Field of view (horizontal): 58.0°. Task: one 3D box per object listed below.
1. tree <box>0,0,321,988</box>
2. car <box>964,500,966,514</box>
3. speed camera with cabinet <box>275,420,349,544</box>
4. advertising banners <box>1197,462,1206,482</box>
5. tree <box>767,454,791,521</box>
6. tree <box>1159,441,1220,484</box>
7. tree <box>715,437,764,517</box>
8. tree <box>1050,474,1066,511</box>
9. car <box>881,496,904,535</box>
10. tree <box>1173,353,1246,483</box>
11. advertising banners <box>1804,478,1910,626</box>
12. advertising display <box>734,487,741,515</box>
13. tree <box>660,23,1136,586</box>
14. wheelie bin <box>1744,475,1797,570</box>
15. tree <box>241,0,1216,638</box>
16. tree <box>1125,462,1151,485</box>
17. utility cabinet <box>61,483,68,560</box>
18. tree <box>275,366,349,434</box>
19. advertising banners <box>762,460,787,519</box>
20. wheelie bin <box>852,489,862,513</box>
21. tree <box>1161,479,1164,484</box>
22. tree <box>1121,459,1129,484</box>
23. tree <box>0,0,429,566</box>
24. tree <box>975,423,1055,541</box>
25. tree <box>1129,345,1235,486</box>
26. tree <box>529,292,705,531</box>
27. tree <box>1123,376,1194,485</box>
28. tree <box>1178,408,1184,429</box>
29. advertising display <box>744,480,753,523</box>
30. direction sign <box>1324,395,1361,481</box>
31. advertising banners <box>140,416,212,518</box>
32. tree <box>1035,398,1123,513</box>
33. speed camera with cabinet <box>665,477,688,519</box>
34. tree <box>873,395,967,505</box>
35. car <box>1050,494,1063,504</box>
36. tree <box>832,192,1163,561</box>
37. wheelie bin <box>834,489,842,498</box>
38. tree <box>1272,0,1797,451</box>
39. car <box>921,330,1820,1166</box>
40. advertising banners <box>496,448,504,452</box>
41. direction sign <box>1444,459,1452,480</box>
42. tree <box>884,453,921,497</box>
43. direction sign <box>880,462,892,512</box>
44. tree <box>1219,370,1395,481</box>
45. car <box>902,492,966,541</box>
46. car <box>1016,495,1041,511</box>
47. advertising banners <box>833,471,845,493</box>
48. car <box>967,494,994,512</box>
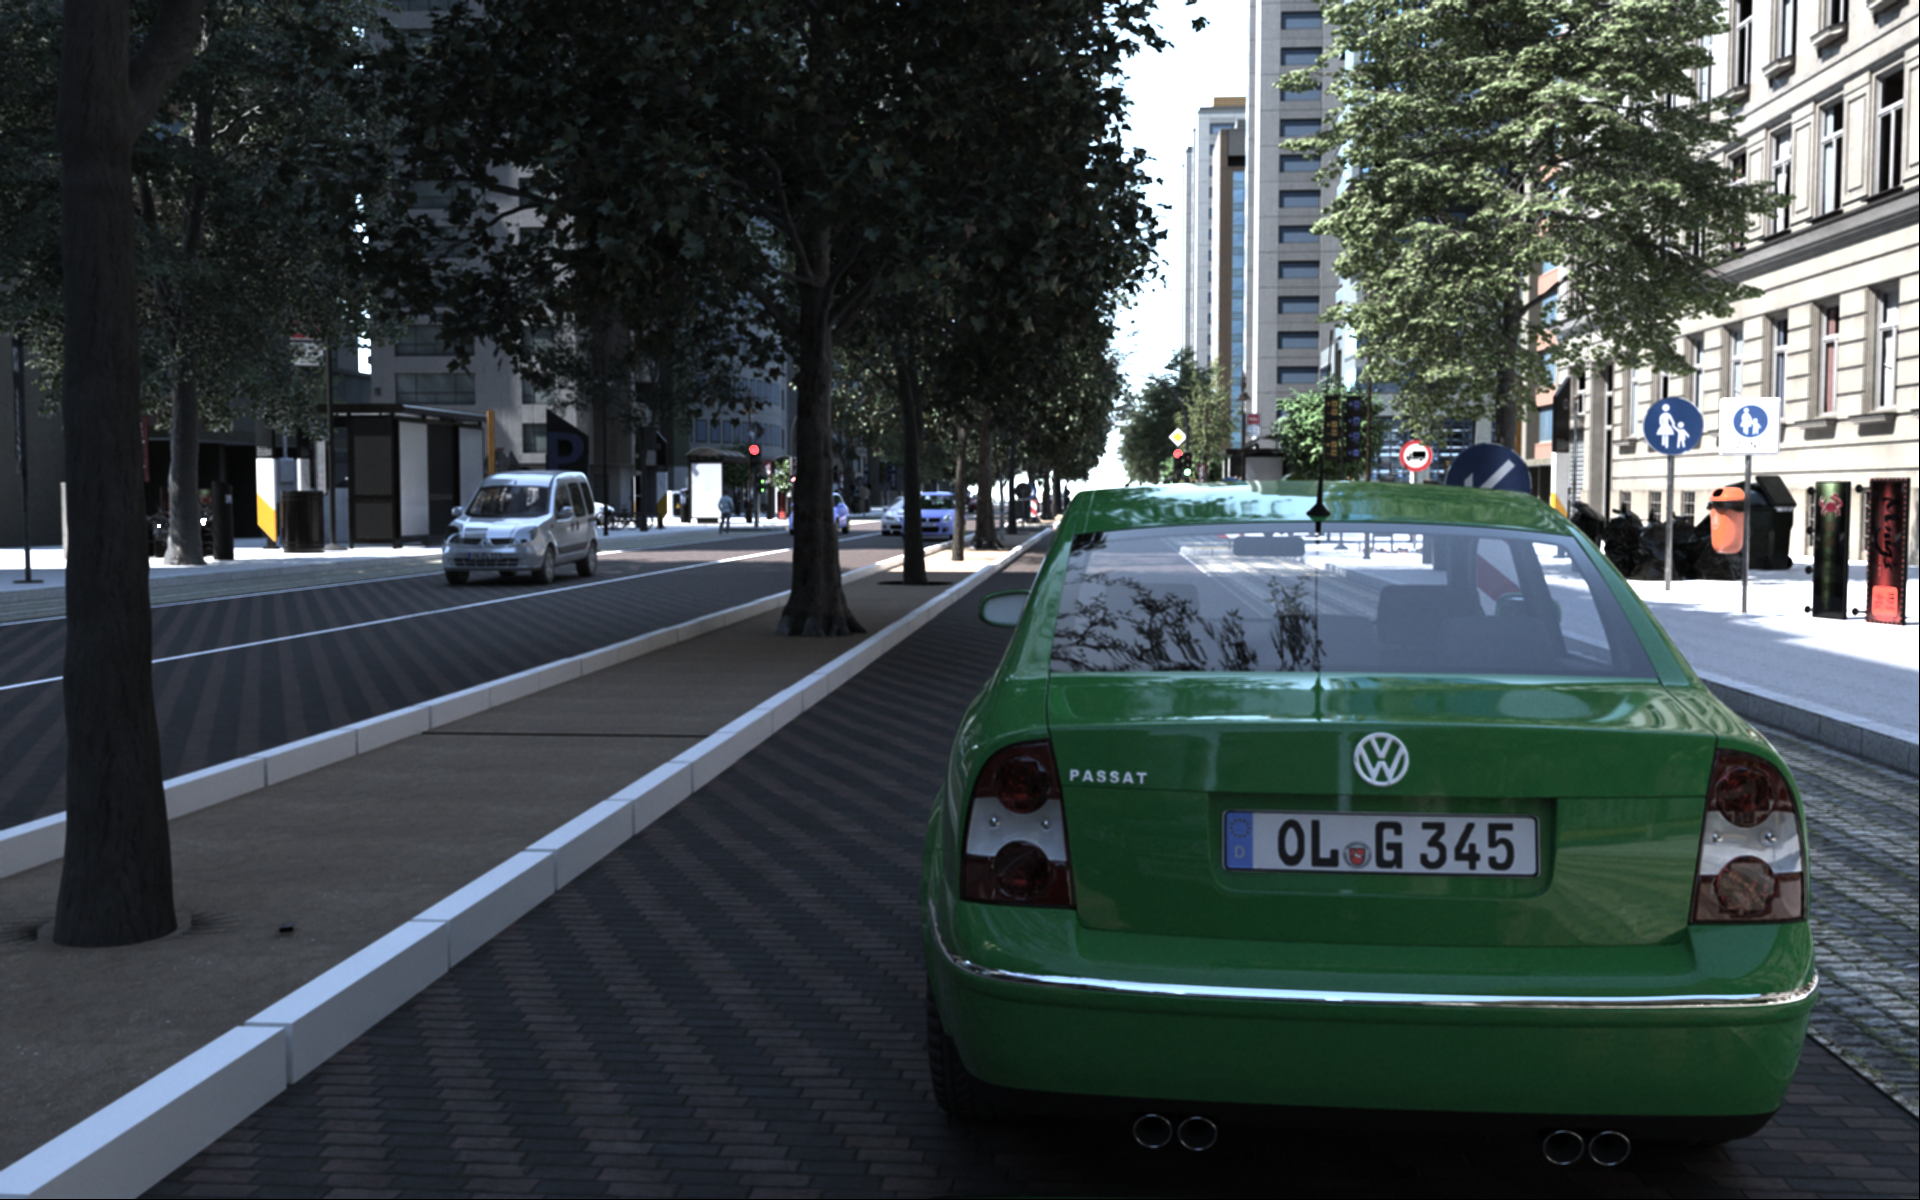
[{"bbox_3d":[-2.756,-5.659,5.357,12.009,13.543,11.850,0,3,0],"label":"tree"},{"bbox_3d":[-0.639,-6.253,114.033,2.131,1.459,4.920,0,4,3],"label":"car"},{"bbox_3d":[-16.864,-3.094,44.920,2.038,3.252,0.660,-3,5,-42],"label":"speed camera with cabinet"},{"bbox_3d":[14.119,-6.097,95.877,2.074,3.025,0.090,0,4,6],"label":"advertising banners"},{"bbox_3d":[-8.377,-5.468,84.008,1.663,3.219,1.824,0,3,0],"label":"tree"},{"bbox_3d":[14.525,-7.757,110.541,4.285,4.588,4.351,0,3,0],"label":"tree"},{"bbox_3d":[-12.724,-7.074,99.380,4.285,4.588,4.351,0,3,0],"label":"tree"},{"bbox_3d":[8.755,-11.811,145.932,4.737,8.622,4.395,0,3,0],"label":"tree"},{"bbox_3d":[-1.659,-3.021,61.757,2.083,1.381,4.827,0,4,5],"label":"car"},{"bbox_3d":[12.997,-8.619,91.279,4.737,8.622,4.395,0,3,0],"label":"tree"},{"bbox_3d":[9.105,-1.272,16.991,0.090,3.025,2.074,-1,4,-14],"label":"advertising banners"},{"bbox_3d":[-13.554,-6.131,105.454,0.123,1.923,0.974,1,4,12],"label":"advertising display"},{"bbox_3d":[-0.813,-6.047,27.079,9.928,11.665,9.643,0,3,0],"label":"tree"},{"bbox_3d":[13.719,-1.320,29.488,0.980,1.594,0.693,-2,4,-30],"label":"wheelie bin"},{"bbox_3d":[-1.475,-5.979,17.216,9.611,12.733,9.660,0,3,0],"label":"tree"},{"bbox_3d":[22.751,-16.093,213.480,4.737,8.622,4.395,0,3,0],"label":"tree"},{"bbox_3d":[-17.174,-1.545,33.942,0.318,1.500,1.173,0,4,-4],"label":"utility cabinet"},{"bbox_3d":[-34.010,-8.551,90.166,4.737,8.622,4.395,0,3,0],"label":"tree"},{"bbox_3d":[-9.090,-5.658,88.693,2.074,3.025,0.090,0,4,-3],"label":"advertising banners"},{"bbox_3d":[-6.898,-6.625,116.227,0.693,1.594,0.980,-1,4,-14],"label":"wheelie bin"},{"bbox_3d":[19.959,-10.674,169.119,1.663,3.219,1.824,0,3,0],"label":"tree"},{"bbox_3d":[27.884,-21.055,262.378,7.486,12.596,7.792,0,3,0],"label":"tree"},{"bbox_3d":[-14.003,-7.599,30.891,9.857,13.997,8.962,0,3,0],"label":"tree"},{"bbox_3d":[1.272,-6.065,51.975,4.360,8.622,3.978,0,3,0],"label":"tree"},{"bbox_3d":[17.147,-13.131,132.816,7.486,12.596,7.792,0,3,0],"label":"tree"},{"bbox_3d":[-11.034,-7.628,59.135,8.767,10.594,7.601,1,4,16],"label":"tree"},{"bbox_3d":[20.934,-16.946,183.727,9.857,13.997,8.962,0,3,0],"label":"tree"},{"bbox_3d":[18.072,-13.417,153.784,7.601,10.594,8.767,-1,4,-11],"label":"tree"},{"bbox_3d":[-9.526,-4.466,78.235,0.123,1.923,0.974,1,4,9],"label":"advertising display"},{"bbox_3d":[8.790,-2.927,39.851,0.876,3.537,0.379,-1,4,-11],"label":"direction sign"},{"bbox_3d":[-17.789,-2.626,39.123,0.090,3.025,2.074,3,5,43],"label":"advertising banners"},{"bbox_3d":[7.424,-13.485,129.593,9.857,13.997,8.962,0,3,0],"label":"tree"},{"bbox_3d":[-14.620,-5.942,91.488,0.660,3.252,2.038,3,5,44],"label":"speed camera with cabinet"},{"bbox_3d":[-4.518,-13.951,146.220,7.486,12.596,7.792,0,3,0],"label":"tree"},{"bbox_3d":[11.582,-12.347,210.919,2.155,1.783,4.494,0,4,3],"label":"car"},{"bbox_3d":[-0.104,-6.067,36.066,8.767,10.594,7.601,0,4,5],"label":"tree"},{"bbox_3d":[-8.265,-6.626,116.238,0.693,1.594,0.980,0,4,6],"label":"wheelie bin"},{"bbox_3d":[8.727,-6.648,26.830,7.486,12.596,7.792,0,3,0],"label":"tree"},{"bbox_3d":[0.970,0.216,5.259,1.959,1.807,4.718,0,4,6],"label":"car"},{"bbox_3d":[-17.606,-4.193,64.742,0.090,3.025,2.074,1,4,18],"label":"advertising banners"},{"bbox_3d":[31.455,-7.276,110.967,0.876,3.537,0.379,0,4,6],"label":"direction sign"},{"bbox_3d":[-4.751,-9.504,139.110,4.285,4.588,4.351,0,3,0],"label":"tree"},{"bbox_3d":[-5.244,-7.977,122.413,0.876,3.537,0.379,0,4,3],"label":"direction sign"},{"bbox_3d":[9.886,-3.809,45.999,4.285,4.588,4.351,0,3,0],"label":"tree"},{"bbox_3d":[-0.801,-2.723,54.118,1.945,1.707,3.694,0,4,6],"label":"car"},{"bbox_3d":[5.773,-8.357,145.672,2.155,1.783,4.494,0,4,3],"label":"car"},{"bbox_3d":[-9.829,-8.409,133.676,2.074,3.025,0.090,-1,4,-19],"label":"advertising banners"},{"bbox_3d":[1.623,-7.775,136.154,2.155,1.783,4.494,0,4,4],"label":"car"}]
